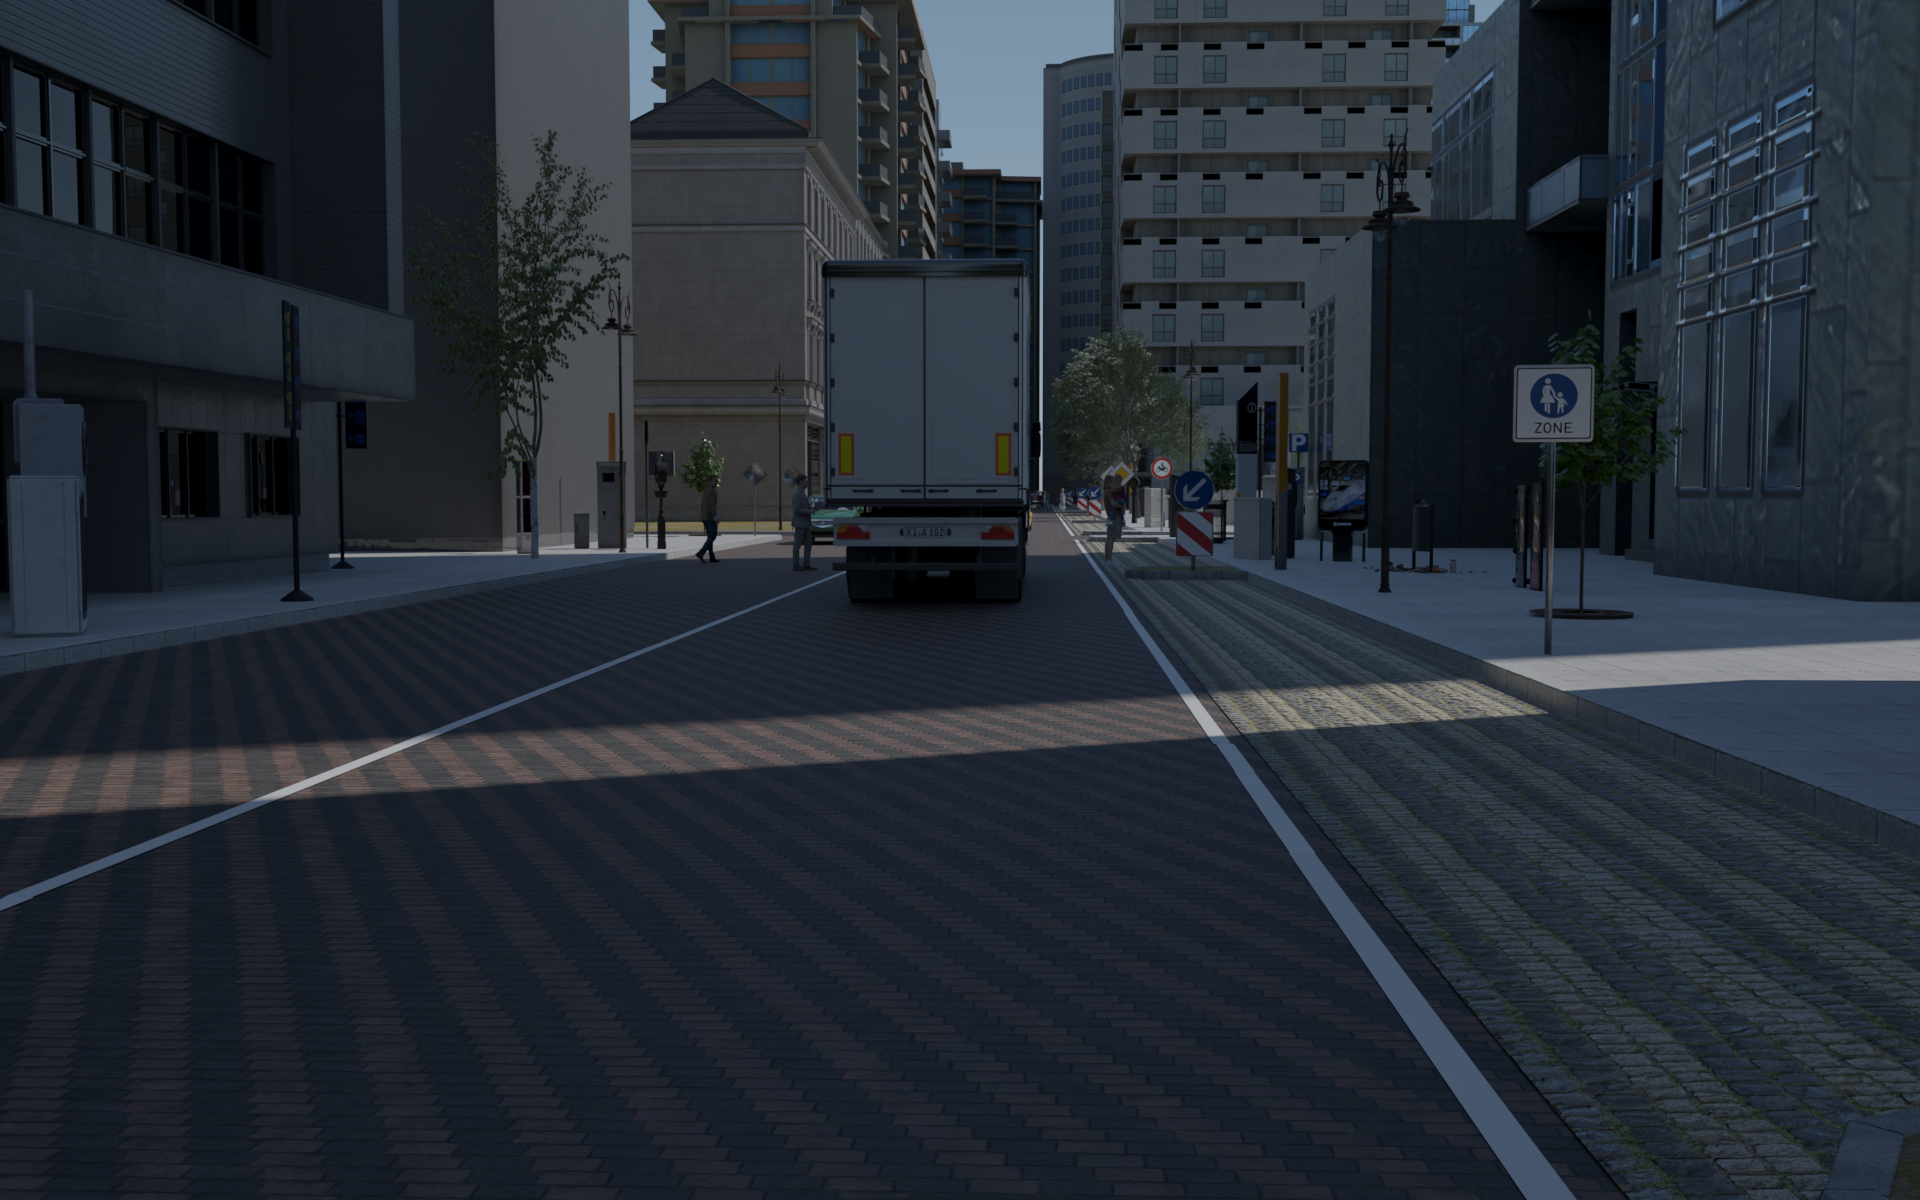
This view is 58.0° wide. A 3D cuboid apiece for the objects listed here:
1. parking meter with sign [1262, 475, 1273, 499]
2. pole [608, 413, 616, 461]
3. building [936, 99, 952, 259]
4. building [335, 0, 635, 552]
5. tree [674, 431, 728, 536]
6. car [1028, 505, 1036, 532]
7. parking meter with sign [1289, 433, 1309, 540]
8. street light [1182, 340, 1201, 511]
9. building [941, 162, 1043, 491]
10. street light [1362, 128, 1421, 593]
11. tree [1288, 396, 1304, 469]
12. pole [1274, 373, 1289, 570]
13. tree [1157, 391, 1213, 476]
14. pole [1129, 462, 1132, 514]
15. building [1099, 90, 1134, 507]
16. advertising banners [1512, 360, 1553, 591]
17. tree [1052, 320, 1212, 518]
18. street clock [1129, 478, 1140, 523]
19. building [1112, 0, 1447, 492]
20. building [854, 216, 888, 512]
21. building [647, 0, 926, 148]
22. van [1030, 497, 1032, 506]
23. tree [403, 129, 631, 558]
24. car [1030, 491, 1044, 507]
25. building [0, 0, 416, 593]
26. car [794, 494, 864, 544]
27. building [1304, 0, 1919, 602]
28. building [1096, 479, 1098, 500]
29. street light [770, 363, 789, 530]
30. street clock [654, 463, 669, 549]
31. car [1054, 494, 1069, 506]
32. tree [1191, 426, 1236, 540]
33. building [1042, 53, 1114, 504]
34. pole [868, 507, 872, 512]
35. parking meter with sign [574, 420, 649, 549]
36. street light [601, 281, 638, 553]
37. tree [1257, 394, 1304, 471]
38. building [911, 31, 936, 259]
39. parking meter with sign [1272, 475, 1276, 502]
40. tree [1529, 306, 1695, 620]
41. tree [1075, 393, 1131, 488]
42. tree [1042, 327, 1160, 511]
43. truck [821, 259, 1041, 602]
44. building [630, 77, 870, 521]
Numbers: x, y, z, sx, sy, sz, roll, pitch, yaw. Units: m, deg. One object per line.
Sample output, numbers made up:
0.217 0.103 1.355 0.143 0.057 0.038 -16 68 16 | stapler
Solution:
12.552 -4.492 69.701 1.738 3.016 0.543 1 4 20 | parking meter with sign
-8.731 -3.037 43.502 0.158 3.312 0.155 0 3 0 | pole
-16.348 -35.531 200.533 30.456 49.044 23.786 0 4 3 | building
-21.680 -15.391 45.154 24.014 27.812 14.314 0 4 3 | building
-7.976 -3.576 53.062 1.663 3.219 1.824 0 3 0 | tree
1.889 -3.460 66.791 2.015 1.641 3.980 0 4 4 | car
9.468 -3.216 48.846 0.543 3.016 1.738 1 4 16 | parking meter with sign
6.933 -4.845 51.995 0.468 5.910 1.993 0 4 3 | street light
-3.428 -35.273 231.340 28.867 44.769 22.147 0 4 3 | building
5.537 -3.034 22.400 0.468 5.910 1.993 0 4 3 | street light
24.655 -10.552 122.888 4.737 8.622 4.395 0 3 0 | tree
5.433 -2.167 29.267 0.158 3.312 0.155 0 3 0 | pole
15.000 -10.183 116.855 4.737 8.622 4.395 0 3 0 | tree
10.953 -7.179 111.218 0.158 3.312 0.155 0 3 0 | pole
21.391 -30.281 178.695 14.154 41.232 14.086 0 4 3 | building
7.676 -1.640 23.001 0.090 3.025 2.074 0 4 3 | advertising banners
9.404 -9.663 92.403 8.767 10.594 7.601 -1 4 -21 | tree
7.627 -4.353 75.745 0.471 2.002 0.358 2 4 34 | street clock
27.778 -34.717 156.863 28.713 52.752 27.495 0 4 3 | building
-10.371 -16.100 112.381 9.793 20.994 18.267 0 4 3 | building
-14.485 -30.333 150.575 22.147 44.769 28.867 0 4 3 | building
4.936 -8.283 142.441 2.013 2.044 4.112 0 4 4 | van
-8.729 -5.134 34.307 4.737 8.622 4.395 0 3 0 | tree
8.636 -11.564 197.746 2.281 1.827 5.304 0 4 3 | car
-16.644 -11.910 13.792 14.314 24.678 30.058 0 4 3 | building
-3.763 -2.383 50.756 2.131 1.459 4.920 0 4 2 | car
20.598 -44.056 32.991 22.319 86.520 31.000 0 4 3 | building
31.834 -30.910 197.253 32.217 40.220 23.993 0 4 3 | building
-6.357 -5.408 61.217 0.468 5.910 1.993 0 4 3 | street light
-6.948 -2.184 40.283 0.358 2.002 0.471 -1 4 -18 | street clock
11.921 -11.679 202.950 2.014 1.417 4.499 0 4 3 | car
7.308 -3.332 49.078 1.663 3.219 1.824 0 3 0 | tree
25.042 -42.006 228.793 28.212 58.520 21.231 0 4 3 | building
-5.122 -6.393 98.369 0.158 3.312 0.155 0 3 0 | pole
-8.227 -2.726 40.837 1.738 3.016 0.543 -1 4 -11 | parking meter with sign
-7.398 -3.975 37.785 0.468 5.910 1.993 0 4 3 | street light
22.678 -10.874 128.151 4.360 8.622 3.978 0 3 0 | tree
-13.682 -33.772 175.870 21.300 48.544 21.600 0 4 3 | building
12.462 -4.147 64.060 1.738 3.016 0.543 -3 4 -36 | parking meter with sign
6.424 -1.430 17.980 1.663 3.219 1.824 0 3 0 | tree
10.420 -10.472 121.575 4.360 8.622 3.978 0 3 0 | tree
10.769 -13.856 133.203 9.857 13.997 8.962 0 3 0 | tree
-0.178 -2.287 26.314 2.839 4.237 11.283 0 4 3 | truck
-11.515 -14.132 81.970 10.553 20.767 40.483 0 4 3 | building
